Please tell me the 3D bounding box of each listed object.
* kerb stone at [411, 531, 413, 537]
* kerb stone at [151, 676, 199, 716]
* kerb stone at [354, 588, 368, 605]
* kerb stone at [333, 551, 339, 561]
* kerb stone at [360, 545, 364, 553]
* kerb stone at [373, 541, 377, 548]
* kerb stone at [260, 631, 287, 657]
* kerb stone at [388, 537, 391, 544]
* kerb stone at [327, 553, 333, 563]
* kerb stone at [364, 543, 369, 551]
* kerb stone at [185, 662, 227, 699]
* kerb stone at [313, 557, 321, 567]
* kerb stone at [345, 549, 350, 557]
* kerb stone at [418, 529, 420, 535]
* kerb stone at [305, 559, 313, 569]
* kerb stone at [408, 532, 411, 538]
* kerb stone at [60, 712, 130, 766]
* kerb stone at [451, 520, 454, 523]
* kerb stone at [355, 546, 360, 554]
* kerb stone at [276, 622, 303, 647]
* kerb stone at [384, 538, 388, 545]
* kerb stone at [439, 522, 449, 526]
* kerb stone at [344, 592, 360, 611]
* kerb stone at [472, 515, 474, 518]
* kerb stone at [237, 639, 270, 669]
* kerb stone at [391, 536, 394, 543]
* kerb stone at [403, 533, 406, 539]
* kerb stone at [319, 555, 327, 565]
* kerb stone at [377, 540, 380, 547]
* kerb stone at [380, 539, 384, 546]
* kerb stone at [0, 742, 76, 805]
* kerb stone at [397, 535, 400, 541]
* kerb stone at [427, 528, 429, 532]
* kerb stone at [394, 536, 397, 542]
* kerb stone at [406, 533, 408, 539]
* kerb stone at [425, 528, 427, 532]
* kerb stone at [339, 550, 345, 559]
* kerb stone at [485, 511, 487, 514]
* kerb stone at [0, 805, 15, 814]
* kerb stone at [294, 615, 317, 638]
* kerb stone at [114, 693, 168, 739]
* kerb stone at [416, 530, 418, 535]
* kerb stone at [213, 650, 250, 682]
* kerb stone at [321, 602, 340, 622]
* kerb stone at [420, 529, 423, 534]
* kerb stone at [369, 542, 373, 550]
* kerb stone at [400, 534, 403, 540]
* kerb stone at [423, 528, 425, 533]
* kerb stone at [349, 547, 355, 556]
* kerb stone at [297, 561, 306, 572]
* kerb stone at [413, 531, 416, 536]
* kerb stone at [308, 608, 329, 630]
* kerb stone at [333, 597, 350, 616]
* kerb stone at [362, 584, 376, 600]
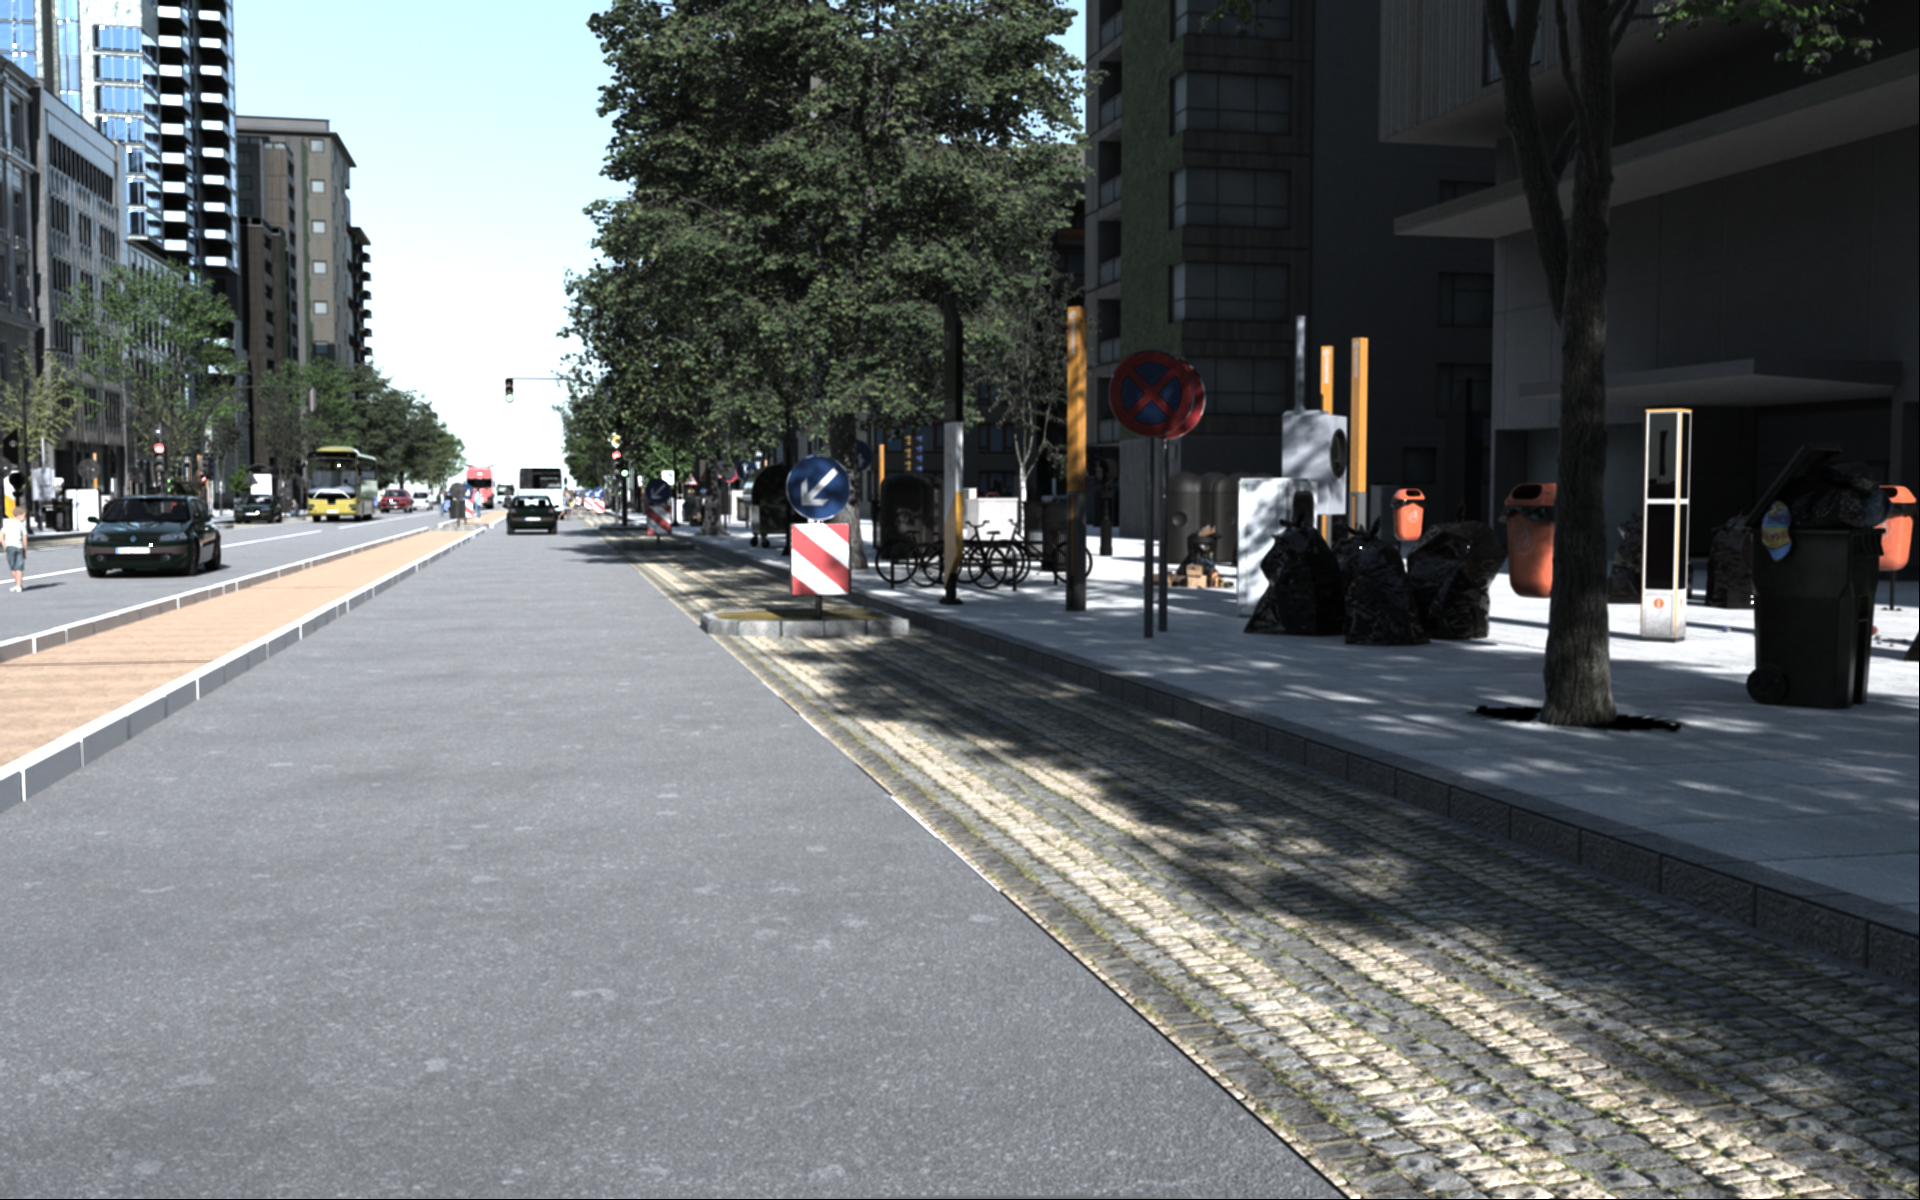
[{"bbox_3d":[-18.144,-2.118,56.907,0.120,0.150,1.000,-1,4,-13],"label":"kerb stone"},{"bbox_3d":[-5.257,0.653,11.555,0.120,0.150,1.000,-1,4,-13],"label":"kerb stone"},{"bbox_3d":[-7.847,-0.020,22.517,0.120,0.150,1.000,-1,4,-13],"label":"kerb stone"},{"bbox_3d":[-13.413,-0.899,36.921,0.120,0.150,1.000,-1,4,-13],"label":"kerb stone"},{"bbox_3d":[-14.598,-1.206,41.919,0.120,0.150,1.000,-1,4,-13],"label":"kerb stone"},{"bbox_3d":[-15.309,-1.389,44.910,0.120,0.150,1.000,-1,4,-13],"label":"kerb stone"},{"bbox_3d":[-6.199,0.412,15.546,0.120,0.150,1.000,-1,4,-13],"label":"kerb stone"},{"bbox_3d":[-16.245,-1.632,48.900,0.120,0.150,1.000,-1,4,-13],"label":"kerb stone"},{"bbox_3d":[-13.177,-0.840,35.926,0.120,0.150,1.000,-1,4,-13],"label":"kerb stone"},{"bbox_3d":[-14.831,-1.267,42.915,0.120,0.150,1.000,-1,4,-13],"label":"kerb stone"},{"bbox_3d":[-5.487,0.590,12.551,0.120,0.150,1.000,-1,4,-13],"label":"kerb stone"},{"bbox_3d":[-12.706,-0.718,33.931,0.120,0.150,1.000,-1,4,-13],"label":"kerb stone"},{"bbox_3d":[-13.891,-1.020,38.922,0.120,0.150,1.000,-1,4,-13],"label":"kerb stone"},{"bbox_3d":[-18.854,-2.306,59.911,0.120,0.150,1.000,-1,4,-13],"label":"kerb stone"},{"bbox_3d":[-12.473,-0.656,32.927,0.120,0.150,1.000,-1,4,-13],"label":"kerb stone"},{"bbox_3d":[-17.909,-2.056,55.903,0.120,0.150,1.000,-1,4,-13],"label":"kerb stone"},{"bbox_3d":[-4.781,0.773,9.564,0.120,0.150,1.000,-1,4,-13],"label":"kerb stone"},{"bbox_3d":[-23.696,-3.556,80.388,0.120,0.150,1.000,-1,4,-13],"label":"kerb stone"},{"bbox_3d":[-14.358,-1.145,40.917,0.120,0.150,1.000,-1,4,-13],"label":"kerb stone"},{"bbox_3d":[-6.437,0.351,16.540,0.120,0.150,1.000,-1,4,-13],"label":"kerb stone"},{"bbox_3d":[-16.012,-1.572,47.900,0.120,0.150,1.000,-1,4,-13],"label":"kerb stone"},{"bbox_3d":[-22.759,-3.315,76.402,0.120,0.150,1.000,-1,4,-13],"label":"kerb stone"},{"bbox_3d":[-7.611,0.041,21.523,0.120,0.150,1.000,-1,4,-13],"label":"kerb stone"},{"bbox_3d":[-28.652,-4.835,101.335,0.120,0.150,1.000,-1,4,-13],"label":"kerb stone"},{"bbox_3d":[-5.962,0.468,14.539,0.120,0.150,1.000,-1,4,-13],"label":"kerb stone"},{"bbox_3d":[-16.484,-1.695,49.917,0.120,0.150,1.000,-1,4,-13],"label":"kerb stone"},{"bbox_3d":[-17.439,-1.939,53.906,0.120,0.150,1.000,-1,4,-13],"label":"kerb stone"},{"bbox_3d":[-12.940,-0.776,34.926,0.120,0.150,1.000,-1,4,-13],"label":"kerb stone"},{"bbox_3d":[-15.546,-1.448,45.907,0.120,0.150,1.000,-1,4,-13],"label":"kerb stone"},{"bbox_3d":[-15.779,-1.510,46.905,0.120,0.150,1.000,-1,4,-13],"label":"kerb stone"},{"bbox_3d":[-4.547,0.838,8.569,0.120,0.150,1.000,-1,4,-13],"label":"kerb stone"},{"bbox_3d":[-16.961,-1.818,51.916,0.120,0.150,1.000,-1,4,-13],"label":"kerb stone"},{"bbox_3d":[-19.800,-2.546,63.900,0.120,0.150,1.000,-1,4,-13],"label":"kerb stone"},{"bbox_3d":[-16.731,-1.755,50.917,0.120,0.150,1.000,-1,4,-13],"label":"kerb stone"},{"bbox_3d":[-17.669,-1.998,54.904,0.120,0.150,1.000,-1,4,-13],"label":"kerb stone"},{"bbox_3d":[-19.556,-2.490,62.907,0.120,0.150,1.000,-1,4,-13],"label":"kerb stone"},{"bbox_3d":[-13.650,-0.961,37.916,0.120,0.150,1.000,-1,4,-13],"label":"kerb stone"},{"bbox_3d":[-33.381,-6.061,121.306,0.120,0.150,1.000,-1,4,-13],"label":"kerb stone"},{"bbox_3d":[-4.316,0.895,7.566,0.120,0.150,1.000,-1,4,-13],"label":"kerb stone"},{"bbox_3d":[-6.666,0.287,17.537,0.120,0.150,1.000,-1,4,-13],"label":"kerb stone"},{"bbox_3d":[-5.019,0.716,10.558,0.120,0.150,1.000,-1,4,-13],"label":"kerb stone"},{"bbox_3d":[-18.618,-2.245,58.904,0.120,0.150,1.000,-1,4,-13],"label":"kerb stone"},{"bbox_3d":[-5.724,0.529,13.545,0.120,0.150,1.000,-1,4,-13],"label":"kerb stone"},{"bbox_3d":[-7.148,0.163,19.531,0.120,0.150,1.000,-1,4,-13],"label":"kerb stone"},{"bbox_3d":[-19.089,-2.368,60.906,0.120,0.150,1.000,-1,4,-13],"label":"kerb stone"},{"bbox_3d":[-15.073,-1.328,43.908,0.120,0.150,1.000,-1,4,-13],"label":"kerb stone"},{"bbox_3d":[-17.193,-1.873,52.914,0.120,0.150,1.000,-1,4,-13],"label":"kerb stone"},{"bbox_3d":[-19.325,-2.426,61.901,0.120,0.150,1.000,-1,4,-13],"label":"kerb stone"},{"bbox_3d":[-14.126,-1.084,39.917,0.120,0.150,1.000,-1,4,-13],"label":"kerb stone"},{"bbox_3d":[-12.242,-0.588,31.931,0.120,0.150,1.000,-1,4,-13],"label":"kerb stone"},{"bbox_3d":[-18.382,-2.184,57.901,0.120,0.150,1.000,-1,4,-13],"label":"kerb stone"},{"bbox_3d":[-6.908,0.224,18.537,0.120,0.150,1.000,-1,4,-13],"label":"kerb stone"},{"bbox_3d":[-7.382,0.102,20.527,0.120,0.150,1.000,-1,4,-13],"label":"kerb stone"},{"bbox_3d":[-8.082,-0.081,23.514,0.120,0.150,1.000,-1,4,-13],"label":"kerb stone"}]
